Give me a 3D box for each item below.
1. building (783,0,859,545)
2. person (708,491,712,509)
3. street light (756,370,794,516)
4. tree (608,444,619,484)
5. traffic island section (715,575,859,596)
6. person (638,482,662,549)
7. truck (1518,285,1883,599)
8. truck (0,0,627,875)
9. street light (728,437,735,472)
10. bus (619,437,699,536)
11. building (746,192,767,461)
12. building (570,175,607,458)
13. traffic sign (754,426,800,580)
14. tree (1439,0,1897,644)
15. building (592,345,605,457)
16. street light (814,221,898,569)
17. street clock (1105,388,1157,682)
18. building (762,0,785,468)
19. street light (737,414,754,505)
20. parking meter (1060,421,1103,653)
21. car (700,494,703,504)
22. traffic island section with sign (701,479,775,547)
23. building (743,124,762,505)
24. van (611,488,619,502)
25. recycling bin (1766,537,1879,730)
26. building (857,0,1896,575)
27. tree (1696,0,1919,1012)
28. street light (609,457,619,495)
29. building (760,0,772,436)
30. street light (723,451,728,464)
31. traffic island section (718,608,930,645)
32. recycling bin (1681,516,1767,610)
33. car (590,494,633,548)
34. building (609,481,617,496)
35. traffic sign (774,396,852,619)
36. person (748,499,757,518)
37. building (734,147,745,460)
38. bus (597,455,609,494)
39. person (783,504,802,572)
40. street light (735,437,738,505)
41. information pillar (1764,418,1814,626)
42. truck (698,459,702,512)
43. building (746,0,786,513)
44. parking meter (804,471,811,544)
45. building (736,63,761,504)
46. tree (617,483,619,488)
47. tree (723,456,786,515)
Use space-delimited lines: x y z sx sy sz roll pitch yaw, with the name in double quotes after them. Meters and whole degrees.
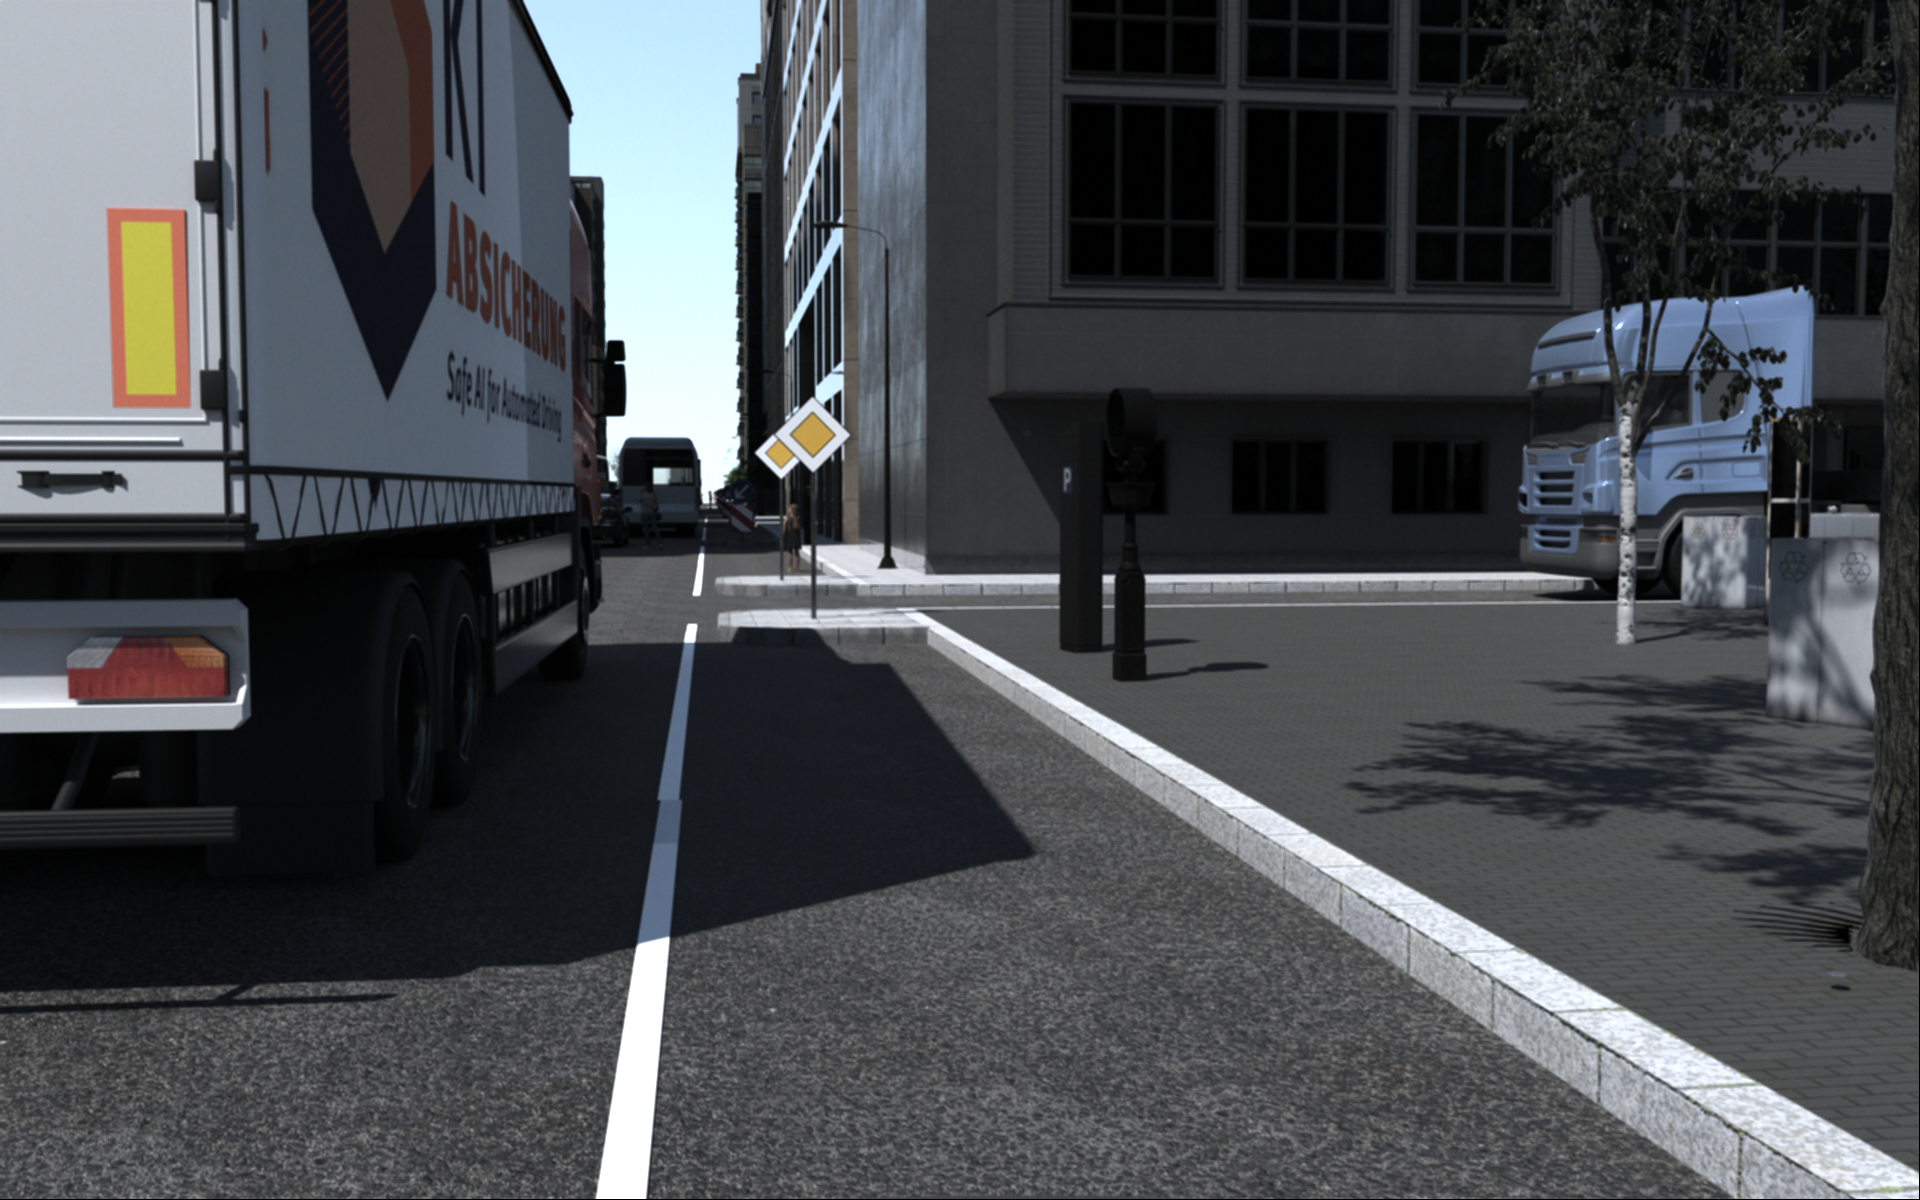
4.150 -15.696 61.146 19.350 26.468 34.151 -1 4 -8 "building"
-23.958 -9.639 166.815 0.721 1.743 1.217 0 4 -3 "person"
-6.835 -5.653 64.962 1.470 5.913 1.316 -1 4 -8 "street light"
-50.314 -18.725 256.522 4.360 8.622 3.978 0 3 0 "tree"
-2.629 -0.214 25.773 2.009 0.180 2.903 -1 4 -8 "traffic island section"
-7.965 -2.181 44.743 0.593 1.750 0.643 -2 4 -31 "person"
16.511 -2.092 23.968 18.799 4.110 2.967 0 4 -6 "truck"
-3.675 -1.281 9.859 2.839 4.237 11.283 0 4 -7 "truck"
-17.848 -10.287 140.725 1.470 5.913 1.316 -1 4 -8 "street light"
-10.895 -4.137 62.496 2.948 3.499 13.247 -1 4 -10 "bus"
-13.720 -24.299 168.984 14.160 30.474 14.107 -1 4 -8 "building"
-51.706 -32.561 215.961 14.154 41.232 14.086 -1 4 -8 "building"
-2.652 -1.349 25.692 0.795 2.450 0.064 -1 4 -8 "traffic sign"
5.743 -3.916 14.391 4.360 8.622 3.978 0 3 0 "tree"
-54.748 -21.328 193.758 27.650 21.520 28.899 -1 4 -8 "building"
-1.787 -3.494 29.672 1.470 5.913 1.316 -1 4 -8 "street light"
1.168 -0.448 11.889 0.358 2.002 0.471 -1 4 -12 "street clock"
-2.617 -18.101 89.459 14.314 27.812 24.014 -1 4 -8 "building"
-11.963 -7.810 100.240 1.470 5.913 1.316 -1 4 -8 "street light"
0.987 -0.515 14.128 0.255 1.863 0.399 -1 4 -17 "parking meter"
-37.148 -14.323 242.845 2.281 1.827 5.304 0 4 -7 "car"
-6.143 -2.397 47.814 1.989 1.847 2.006 -1 4 -8 "traffic island section with sign"
-17.293 -31.290 195.187 14.154 41.232 14.086 -1 4 -8 "building"
-30.828 -9.469 159.198 2.240 2.365 5.245 0 4 -7 "van"
5.110 0.167 9.817 0.722 1.027 0.722 -2 4 -30 "recycling bin"
13.440 -13.153 34.124 30.058 24.678 14.314 -1 4 -8 "building"
2.748 -4.823 4.612 9.928 11.665 9.643 0 3 0 "tree"
-43.516 -14.979 217.447 1.470 5.913 1.316 -1 4 -8 "street light"
-3.177 -34.227 148.845 28.713 52.752 27.495 -1 4 -8 "building"
-24.547 -13.114 186.948 1.470 5.913 1.316 -1 4 -8 "street light"
-1.487 0.270 17.869 2.009 0.180 2.903 -1 4 -8 "traffic island section"
8.643 -0.429 19.566 0.722 1.027 0.722 3 5 45 "recycling bin"
-10.135 -2.199 47.752 2.131 1.459 4.920 0 4 -8 "car"
-63.226 -33.173 234.257 32.217 40.220 23.993 -1 4 -8 "building"
-1.509 -0.865 17.789 0.795 2.450 0.064 -1 4 -8 "traffic sign"
-8.657 -3.612 72.238 0.352 1.250 0.332 -1 4 -22 "person"
-16.929 -34.400 217.070 22.147 44.769 28.867 -1 4 -8 "building"
-20.678 -6.216 93.182 2.896 3.916 12.252 0 4 -7 "bus"
-3.091 -1.138 31.781 0.362 1.253 0.373 -1 4 -22 "person"
-12.756 -8.129 105.442 1.470 5.913 1.316 -1 4 -8 "street light"
8.044 -0.754 16.814 0.304 2.012 0.304 -3 5 -44 "information pillar"
-22.915 -9.510 144.399 2.839 4.237 11.283 -1 4 -9 "truck"
-4.996 -41.911 123.493 20.563 71.187 20.611 -1 4 -8 "building"
-3.846 -2.355 44.219 0.255 1.863 0.399 -1 4 -11 "parking meter"
-20.756 -43.006 245.148 21.231 58.520 28.212 -1 4 -8 "building"
-49.755 -15.689 251.115 1.663 3.219 1.824 0 3 0 "tree"
-11.853 -7.664 109.016 4.285 4.588 4.351 0 3 0 "tree"
